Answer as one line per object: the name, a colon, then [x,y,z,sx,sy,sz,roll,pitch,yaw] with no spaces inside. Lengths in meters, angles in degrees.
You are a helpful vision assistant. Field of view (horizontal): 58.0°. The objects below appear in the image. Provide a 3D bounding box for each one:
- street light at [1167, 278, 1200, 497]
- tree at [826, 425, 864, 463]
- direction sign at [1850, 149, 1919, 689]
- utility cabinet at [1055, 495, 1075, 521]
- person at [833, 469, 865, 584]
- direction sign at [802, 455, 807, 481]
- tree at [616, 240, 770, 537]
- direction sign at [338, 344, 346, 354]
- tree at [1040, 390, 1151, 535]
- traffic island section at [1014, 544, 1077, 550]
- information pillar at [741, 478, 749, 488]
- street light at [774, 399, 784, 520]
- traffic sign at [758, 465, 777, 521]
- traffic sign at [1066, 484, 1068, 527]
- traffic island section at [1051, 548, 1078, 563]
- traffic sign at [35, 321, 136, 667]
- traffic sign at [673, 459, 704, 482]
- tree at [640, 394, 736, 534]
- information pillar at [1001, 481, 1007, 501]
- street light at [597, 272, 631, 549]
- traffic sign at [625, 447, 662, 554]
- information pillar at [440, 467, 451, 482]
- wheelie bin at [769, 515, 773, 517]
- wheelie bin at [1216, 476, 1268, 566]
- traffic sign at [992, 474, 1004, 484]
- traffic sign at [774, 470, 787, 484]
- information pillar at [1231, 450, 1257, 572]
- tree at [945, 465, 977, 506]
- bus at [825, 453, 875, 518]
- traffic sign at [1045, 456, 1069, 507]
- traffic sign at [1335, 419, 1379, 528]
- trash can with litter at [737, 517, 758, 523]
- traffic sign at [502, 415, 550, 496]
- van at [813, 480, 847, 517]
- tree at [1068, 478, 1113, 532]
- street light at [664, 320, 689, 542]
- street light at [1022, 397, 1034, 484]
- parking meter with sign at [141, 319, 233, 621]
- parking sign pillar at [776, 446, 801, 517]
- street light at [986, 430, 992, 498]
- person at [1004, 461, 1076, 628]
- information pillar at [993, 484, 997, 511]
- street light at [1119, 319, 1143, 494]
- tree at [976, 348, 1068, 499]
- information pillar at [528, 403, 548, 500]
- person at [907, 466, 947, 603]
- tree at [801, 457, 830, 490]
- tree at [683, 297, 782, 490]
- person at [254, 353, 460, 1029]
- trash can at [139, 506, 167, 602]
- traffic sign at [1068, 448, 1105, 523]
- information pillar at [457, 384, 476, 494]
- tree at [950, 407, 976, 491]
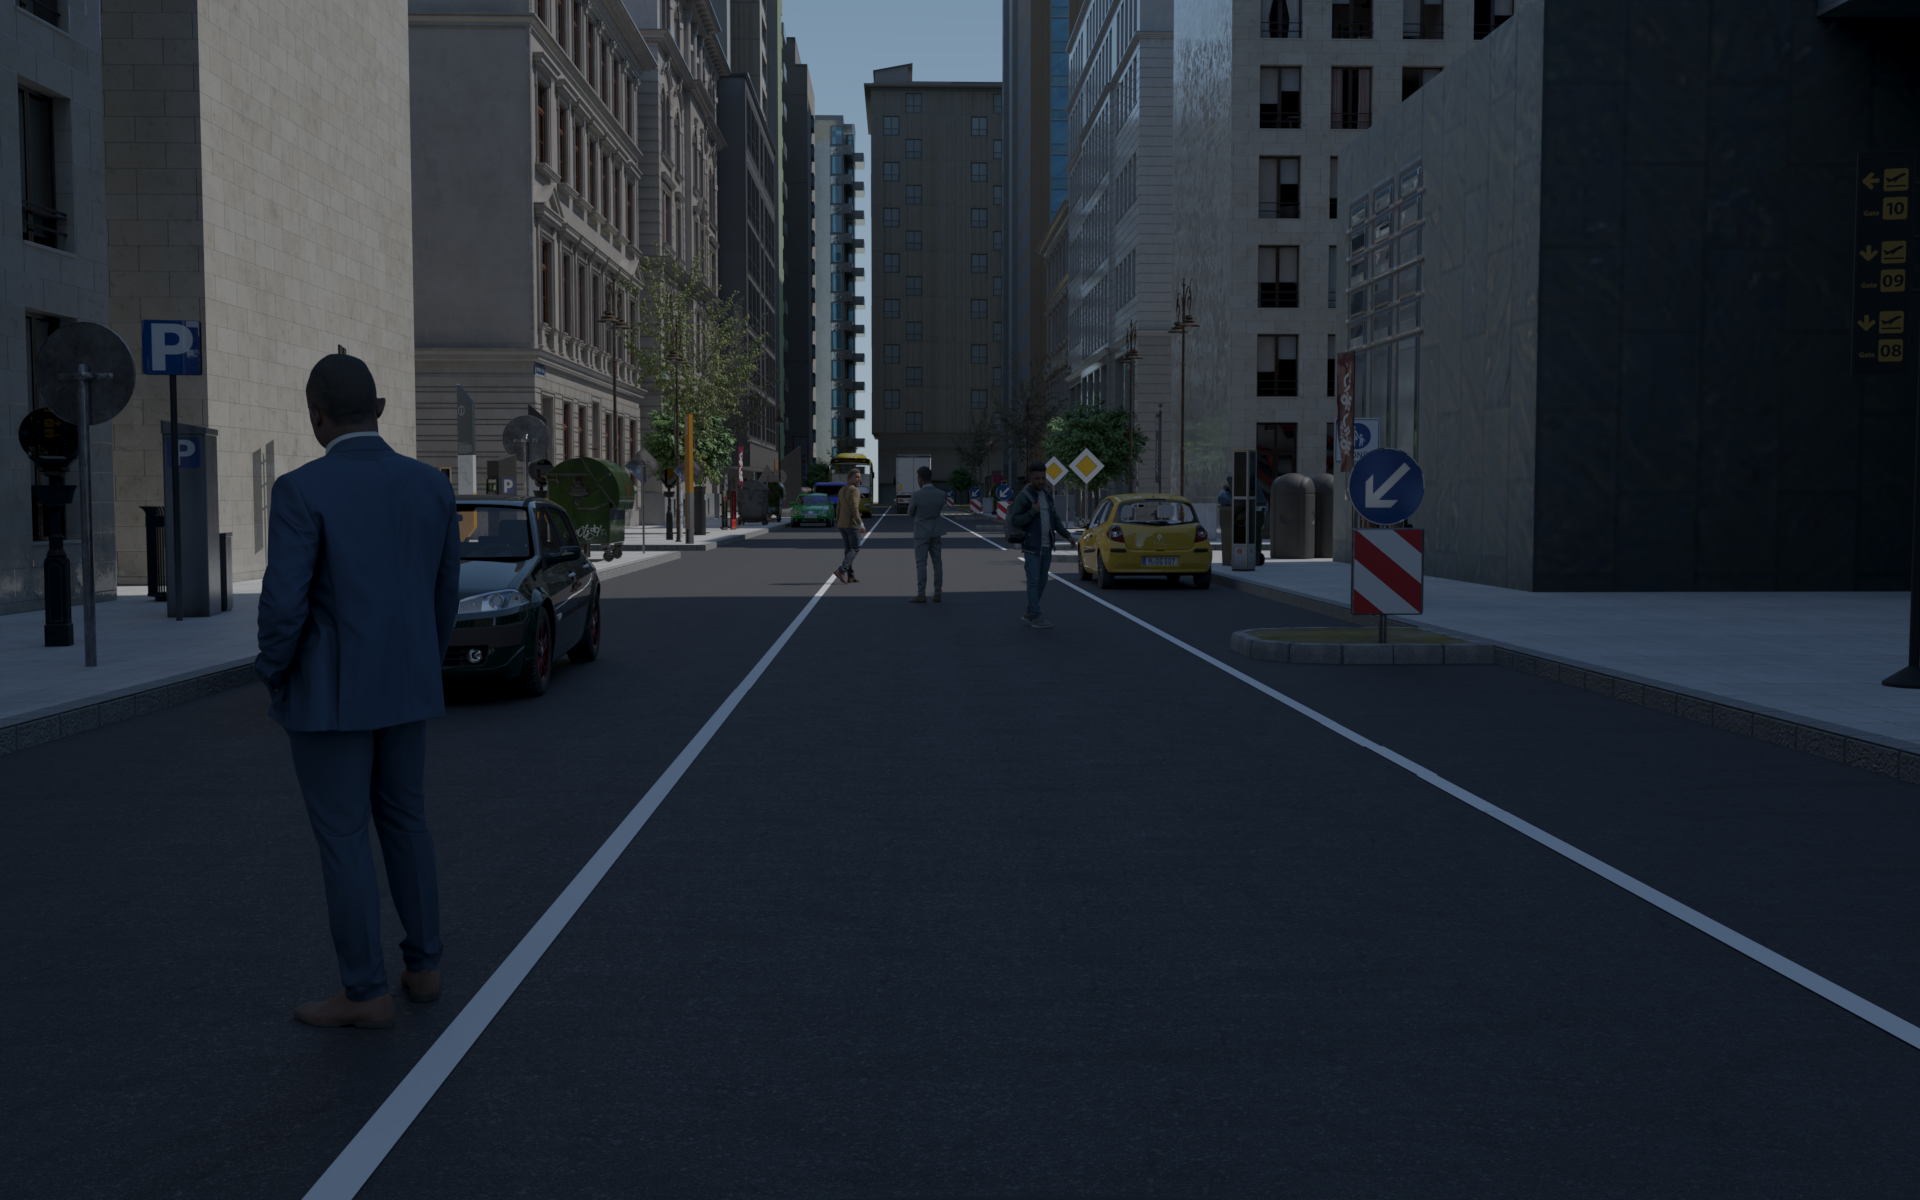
street light: [4.787,-3.940,37.201,0.468,5.910,1.993,0,4,-2]
tree: [-12.179,-14.236,183.125,4.360,8.622,3.978,0,3,0]
direction sign: [6.364,-1.190,11.453,0.876,3.537,0.379,1,4,16]
utility cabinet: [4.926,-4.345,82.207,1.020,1.237,0.306,-1,4,-21]
person: [-1.754,-1.180,27.706,0.656,1.842,0.836,2,4,26]
direction sign: [-9.222,-6.619,100.214,0.876,3.537,0.379,2,4,34]
tree: [-8.051,-6.154,50.985,4.737,8.622,4.395,0,3,0]
direction sign: [-9.481,-2.121,26.684,0.379,3.537,0.876,-1,4,-13]
tree: [4.312,-4.343,54.724,4.285,4.588,4.351,0,3,0]
traffic island section: [2.485,-1.426,45.591,2.009,0.180,2.903,0,4,-2]
information pillar: [-9.892,-4.593,79.581,0.304,2.012,0.304,-1,4,-20]
street light: [-8.807,-6.838,84.595,0.468,5.910,1.993,0,4,-2]
traffic sign: [-8.512,-4.680,76.526,0.884,2.594,0.081,0,4,2]
traffic sign: [4.114,-4.071,66.665,0.768,2.556,0.104,0,4,0]
traffic island section: [2.757,-0.938,37.610,2.009,0.180,2.903,0,4,-2]
traffic sign: [-6.471,-0.778,12.820,0.768,2.556,0.104,0,4,3]
traffic sign: [-7.078,-2.542,45.209,0.795,2.450,0.064,0,4,-2]
tree: [-8.875,-4.441,56.329,4.285,4.588,4.351,0,3,0]
information pillar: [2.429,-5.560,95.401,0.304,2.012,0.304,0,4,3]
street light: [-7.233,-3.886,36.317,0.468,5.910,1.993,0,4,-2]
traffic sign: [-6.806,-2.054,37.229,0.795,2.450,0.064,0,4,-2]
information pillar: [-14.158,-2.643,47.709,0.304,2.012,0.304,-1,4,-15]
wheelie bin: [-10.982,-5.536,98.419,0.980,1.594,0.693,1,4,9]
wheelie bin: [5.006,-1.410,30.963,0.980,1.594,0.693,-2,4,-25]
traffic sign: [2.366,-6.577,107.638,0.768,2.556,0.104,0,4,3]
traffic sign: [-9.337,-5.475,89.624,0.768,2.556,0.104,0,4,7]
information pillar: [4.720,-1.485,28.778,0.304,2.012,0.304,3,4,36]
tree: [0.058,-12.427,186.902,4.285,4.588,4.351,0,3,0]
bus: [-6.699,-7.104,107.694,2.896,3.916,12.252,0,4,-2]
traffic sign: [2.462,-2.561,45.513,0.795,2.450,0.064,0,4,-2]
traffic sign: [5.326,-1.295,23.303,0.606,2.300,0.079,0,4,3]
trash can with litter: [-9.487,-4.020,77.119,1.055,1.170,0.624,1,4,9]
traffic sign: [-7.000,-1.704,27.964,0.768,2.556,0.104,0,4,-1]
van: [-6.652,-5.237,90.015,2.240,2.365,5.245,0,4,-1]
tree: [4.502,-3.896,58.299,1.663,3.219,1.824,0,3,0]
street light: [-7.536,-4.489,46.177,0.468,5.910,1.993,0,4,-2]
street light: [3.230,-6.735,82.899,0.468,5.910,1.993,0,4,-2]
parking meter with sign: [-8.073,-1.345,18.245,0.543,3.016,1.738,-1,4,-12]
parking sign pillar: [-9.563,-6.627,96.818,1.447,3.967,1.447,-2,4,-34]
street light: [1.993,-9.008,120.065,0.468,5.910,1.993,0,4,-2]
person: [0.823,-0.596,18.592,0.721,1.781,0.623,2,4,34]
information pillar: [2.493,-7.100,120.573,0.304,2.012,0.304,2,4,29]
street light: [4.520,-4.469,45.860,0.468,5.910,1.993,0,4,-2]
tree: [3.389,-8.336,86.649,4.360,8.622,3.978,0,3,0]
information pillar: [-10.916,-3.268,44.794,0.504,3.616,0.183,0,4,-7]
person: [-0.464,-0.877,23.016,0.511,1.800,0.466,-3,5,-42]
tree: [-12.243,-10.260,151.465,4.285,4.588,4.351,0,3,0]
tree: [-8.862,-7.046,65.558,4.360,8.622,3.978,0,3,0]
person: [-1.605,0.243,4.702,0.419,1.800,0.721,2,4,27]
trash can: [-9.447,-0.561,20.821,0.748,1.137,0.748,0,3,0]
traffic sign: [2.734,-2.073,37.532,0.795,2.450,0.064,0,4,-2]
information pillar: [-10.528,-2.789,36.949,0.504,3.616,0.183,2,4,34]
tree: [1.367,-11.720,141.980,4.360,8.622,3.978,0,3,0]
